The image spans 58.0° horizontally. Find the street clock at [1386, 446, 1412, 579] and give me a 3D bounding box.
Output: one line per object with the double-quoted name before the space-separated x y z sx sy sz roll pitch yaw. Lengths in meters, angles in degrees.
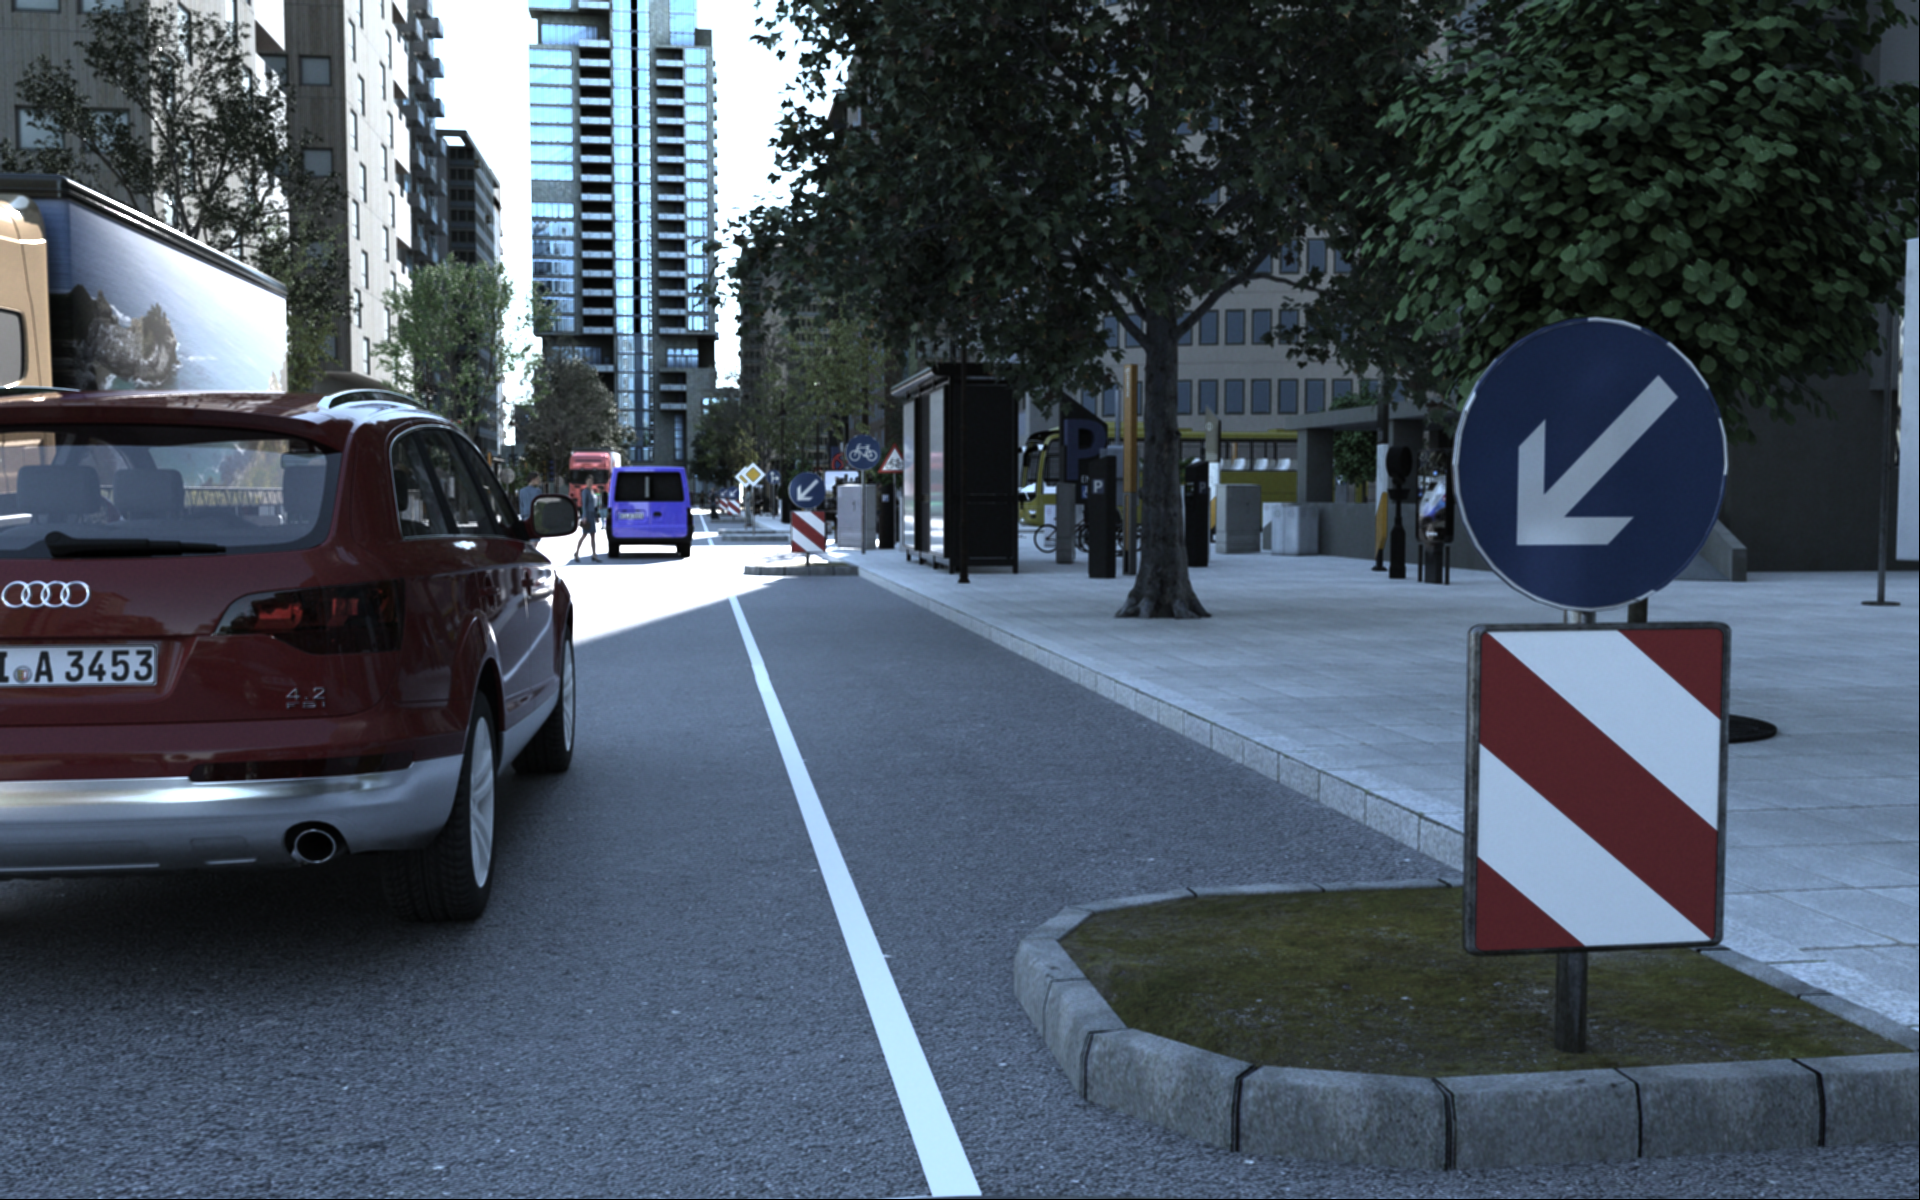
"street clock" 6.653 -1.328 26.281 0.358 2.002 0.471 3 4 38

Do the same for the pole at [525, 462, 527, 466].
"pole" -27.975 -7.212 111.752 0.158 3.312 0.155 0 3 0

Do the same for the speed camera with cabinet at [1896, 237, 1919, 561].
"speed camera with cabinet" 3.839 -0.656 5.067 0.660 3.252 2.038 -1 4 -22

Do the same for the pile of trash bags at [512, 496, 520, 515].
"pile of trash bags" -27.754 -5.918 106.519 1.912 1.369 3.447 3 4 38

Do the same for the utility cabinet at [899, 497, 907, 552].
"utility cabinet" -0.926 -1.683 38.676 0.306 1.237 1.020 3 4 38

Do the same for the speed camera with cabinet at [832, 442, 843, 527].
"speed camera with cabinet" -4.885 -4.428 66.741 0.660 3.252 2.038 -1 4 -17

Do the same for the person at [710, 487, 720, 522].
"person" -12.781 -4.964 90.087 0.534 1.772 0.576 -2 4 -35

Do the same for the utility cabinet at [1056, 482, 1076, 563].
"utility cabinet" 1.999 -1.456 32.492 0.318 1.500 1.173 0 4 7

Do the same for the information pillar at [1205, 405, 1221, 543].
"information pillar" 6.644 -3.319 45.617 0.183 3.616 0.504 -3 5 -40

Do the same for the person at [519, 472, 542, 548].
"person" -7.439 -1.314 30.010 0.581 1.822 0.654 3 4 38

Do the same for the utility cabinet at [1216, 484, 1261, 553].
"utility cabinet" 6.023 -1.757 37.403 1.173 1.500 0.318 -3 5 -42

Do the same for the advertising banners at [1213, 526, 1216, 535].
"advertising banners" 7.311 -3.608 55.183 2.074 3.025 0.090 2 4 24

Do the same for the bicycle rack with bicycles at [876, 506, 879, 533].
"bicycle rack with bicycles" -1.726 -2.493 54.136 2.852 0.926 2.925 -1 4 -18

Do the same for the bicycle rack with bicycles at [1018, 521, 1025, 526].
"bicycle rack with bicycles" 3.134 -3.454 69.861 2.925 0.926 2.852 1 4 15

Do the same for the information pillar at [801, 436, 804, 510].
"information pillar" -6.135 -4.664 67.608 0.183 3.616 0.504 0 4 -4

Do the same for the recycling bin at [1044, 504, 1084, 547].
"recycling bin" 2.537 -1.814 42.214 0.722 1.027 0.722 3 5 42

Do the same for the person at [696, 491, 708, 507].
"person" -27.533 -10.782 184.876 1.348 1.812 0.705 -1 4 -14

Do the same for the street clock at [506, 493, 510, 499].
"street clock" -28.517 -6.418 109.502 0.358 2.002 0.471 2 4 27

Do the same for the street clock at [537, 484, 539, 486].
"street clock" -25.149 -5.988 102.469 0.471 2.002 0.358 0 4 -4

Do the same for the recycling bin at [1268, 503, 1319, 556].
"recycling bin" 7.025 -1.453 36.310 0.722 1.027 0.722 -3 5 -41

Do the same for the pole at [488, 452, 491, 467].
"pole" -22.843 -5.524 84.156 0.158 3.312 0.155 0 3 0

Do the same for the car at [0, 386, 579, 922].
"car" -2.805 0.089 7.220 2.281 1.827 5.304 0 4 -7

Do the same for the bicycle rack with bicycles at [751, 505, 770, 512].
"bicycle rack with bicycles" -14.303 -6.936 126.787 2.852 0.926 2.925 2 4 27

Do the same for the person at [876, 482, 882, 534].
"person" -2.722 -3.009 57.601 0.656 1.842 0.836 0 4 0

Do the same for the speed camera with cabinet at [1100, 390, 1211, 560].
"speed camera with cabinet" 3.707 -2.358 32.889 2.038 3.252 0.660 1 4 18

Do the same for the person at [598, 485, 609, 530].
"person" -14.211 -3.682 69.052 0.721 1.781 0.623 -3 5 -44

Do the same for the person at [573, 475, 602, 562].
"person" -7.832 -1.708 36.444 0.654 1.822 0.581 2 4 32

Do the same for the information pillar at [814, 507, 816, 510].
"information pillar" -5.332 -3.716 65.246 0.304 2.012 0.304 -1 4 -11

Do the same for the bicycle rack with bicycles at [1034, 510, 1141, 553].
"bicycle rack with bicycles" 3.376 -1.531 38.410 2.925 0.926 2.852 1 4 21

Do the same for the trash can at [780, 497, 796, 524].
"trash can" -7.458 -3.905 75.508 0.748 1.137 0.748 0 3 0

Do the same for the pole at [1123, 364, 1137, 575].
"pole" 2.687 -2.049 27.345 0.158 3.312 0.155 0 3 0

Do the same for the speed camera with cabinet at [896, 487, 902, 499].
"speed camera with cabinet" -3.258 -7.353 114.558 2.038 3.252 0.660 1 4 18

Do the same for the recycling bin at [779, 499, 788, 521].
"recycling bin" -8.168 -4.233 81.770 0.722 1.027 0.722 -1 4 -10

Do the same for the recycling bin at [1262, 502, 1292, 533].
"recycling bin" 9.839 -2.511 53.602 0.722 1.027 0.722 3 5 41

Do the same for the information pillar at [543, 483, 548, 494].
"information pillar" -27.118 -6.666 113.474 0.304 2.012 0.304 -2 4 -34

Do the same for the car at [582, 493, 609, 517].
"car" -19.606 -5.247 94.587 1.959 1.807 4.718 0 4 -7

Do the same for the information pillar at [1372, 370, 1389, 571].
"information pillar" 7.018 -2.290 28.797 0.183 3.616 0.504 0 4 1

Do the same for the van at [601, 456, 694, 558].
"van" -7.333 -2.225 40.756 2.240 2.365 5.245 -1 4 -11

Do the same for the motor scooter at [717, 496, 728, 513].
"motor scooter" -17.652 -7.099 128.839 0.815 1.314 1.986 0 4 -7

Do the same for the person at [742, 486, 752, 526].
"person" -9.483 -4.175 76.938 0.466 1.800 0.511 -2 4 -32

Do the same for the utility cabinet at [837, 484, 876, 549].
"utility cabinet" -2.406 -1.922 40.107 0.318 1.500 1.173 -3 4 -38

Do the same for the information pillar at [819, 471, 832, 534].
"information pillar" -4.288 -3.099 55.154 0.304 2.012 0.304 3 5 44
